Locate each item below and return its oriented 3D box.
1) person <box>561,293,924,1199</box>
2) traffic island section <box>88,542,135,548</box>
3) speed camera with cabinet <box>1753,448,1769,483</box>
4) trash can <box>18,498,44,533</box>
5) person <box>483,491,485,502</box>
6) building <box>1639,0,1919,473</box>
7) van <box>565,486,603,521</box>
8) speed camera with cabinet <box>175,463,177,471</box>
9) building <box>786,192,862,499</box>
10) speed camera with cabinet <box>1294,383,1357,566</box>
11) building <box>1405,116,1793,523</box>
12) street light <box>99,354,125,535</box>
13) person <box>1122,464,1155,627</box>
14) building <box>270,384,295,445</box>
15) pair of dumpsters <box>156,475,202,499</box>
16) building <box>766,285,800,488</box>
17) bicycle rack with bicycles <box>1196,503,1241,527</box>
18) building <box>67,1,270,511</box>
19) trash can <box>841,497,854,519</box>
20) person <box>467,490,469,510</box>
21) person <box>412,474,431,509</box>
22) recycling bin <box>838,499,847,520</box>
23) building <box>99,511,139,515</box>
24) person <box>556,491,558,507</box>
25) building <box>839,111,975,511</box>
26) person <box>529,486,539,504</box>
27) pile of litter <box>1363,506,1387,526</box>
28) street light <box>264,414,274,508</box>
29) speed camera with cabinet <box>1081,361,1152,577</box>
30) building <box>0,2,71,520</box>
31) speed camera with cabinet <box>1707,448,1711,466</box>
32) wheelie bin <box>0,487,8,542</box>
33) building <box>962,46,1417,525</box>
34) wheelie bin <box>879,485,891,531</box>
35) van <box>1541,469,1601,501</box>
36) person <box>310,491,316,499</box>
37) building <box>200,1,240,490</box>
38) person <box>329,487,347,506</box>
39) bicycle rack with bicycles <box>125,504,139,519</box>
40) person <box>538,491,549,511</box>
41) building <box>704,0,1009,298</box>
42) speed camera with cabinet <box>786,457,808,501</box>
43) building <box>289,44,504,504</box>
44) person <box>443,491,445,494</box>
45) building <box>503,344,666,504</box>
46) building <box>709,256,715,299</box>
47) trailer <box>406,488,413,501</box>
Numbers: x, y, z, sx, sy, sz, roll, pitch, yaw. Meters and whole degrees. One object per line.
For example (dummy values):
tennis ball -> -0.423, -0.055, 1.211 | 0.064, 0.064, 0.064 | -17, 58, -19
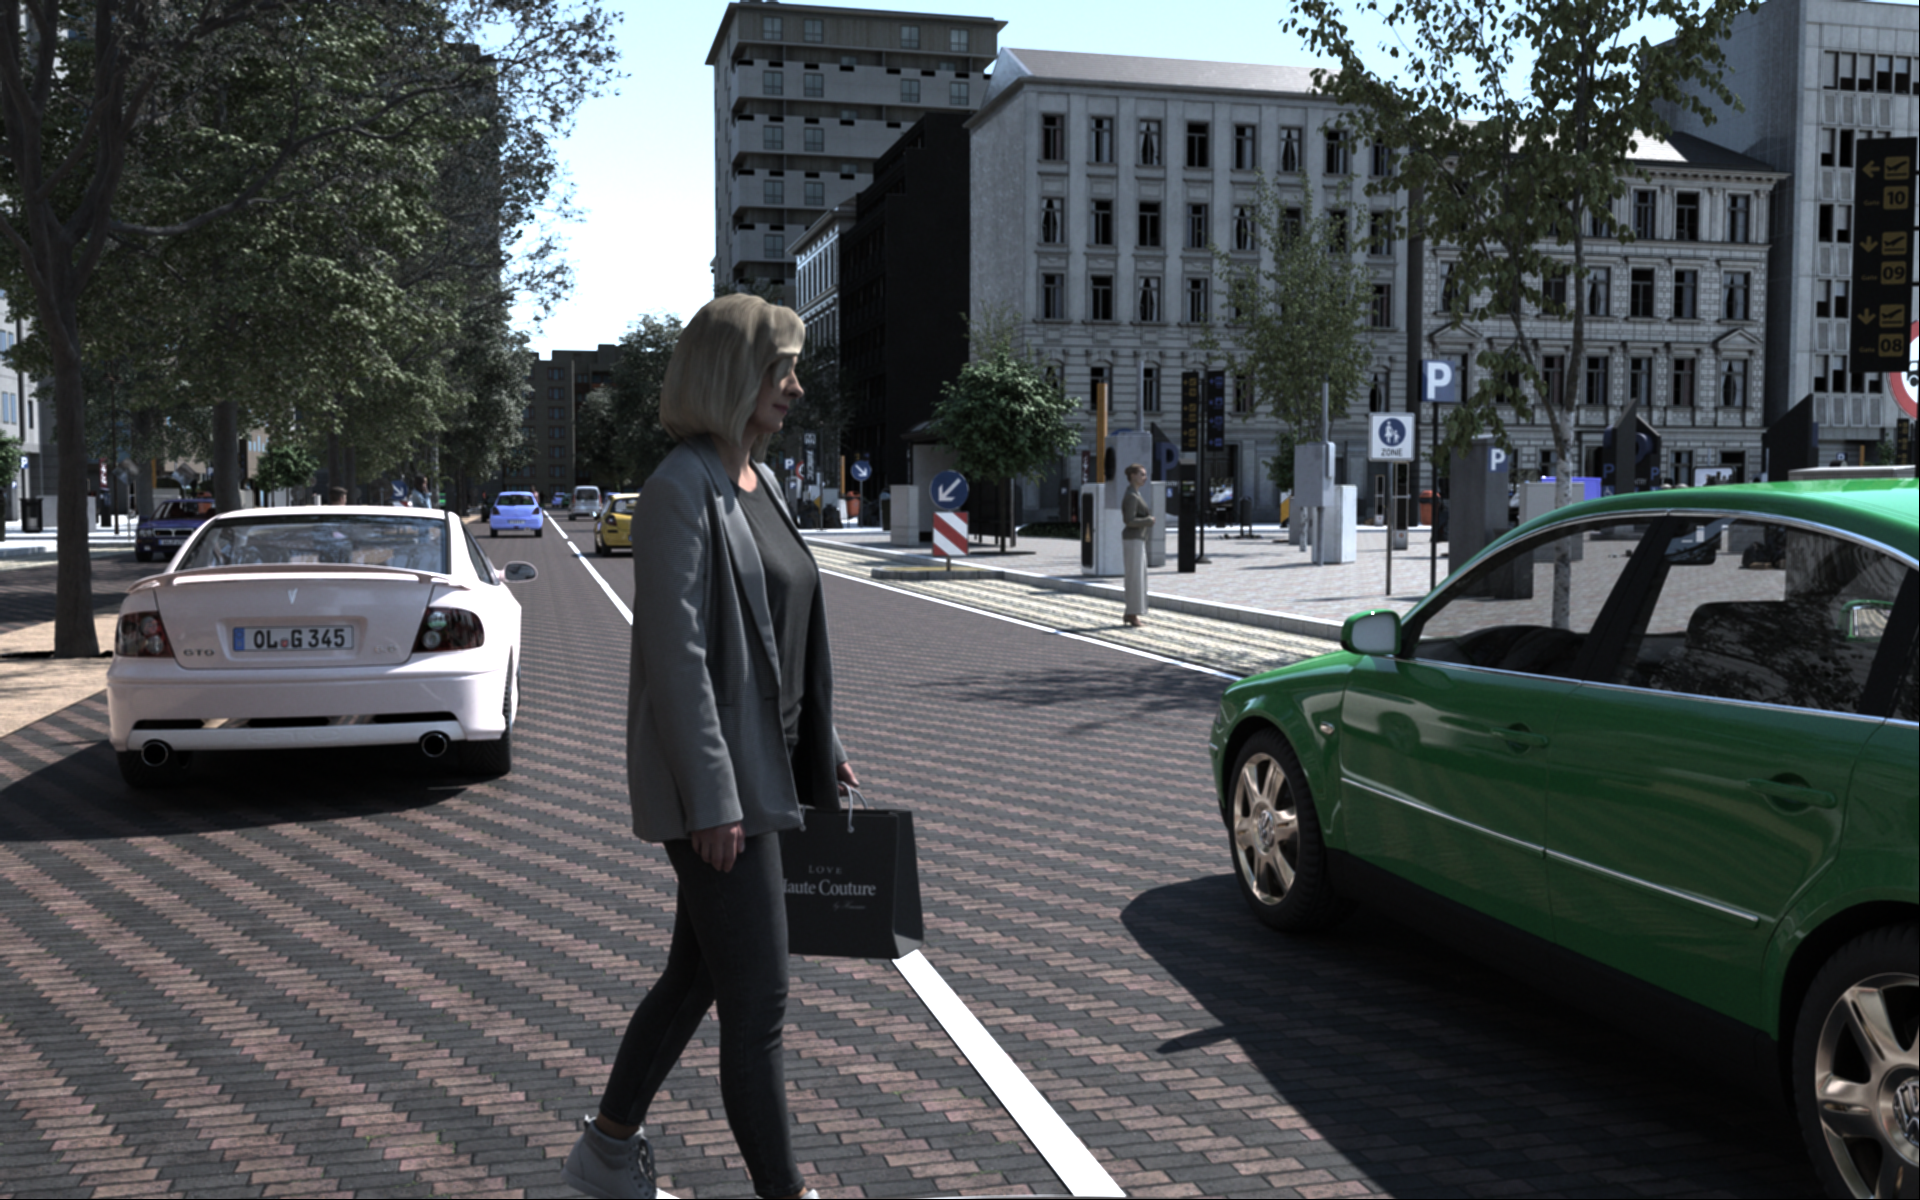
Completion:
person -> -0.425, 0.328, 3.316 | 0.728, 1.800, 0.709 | 1, 4, 18
traffic island section -> -22.624, -1.520, 47.128 | 2.009, 0.180, 2.903 | -1, 4, -14
speed camera with cabinet -> 34.569, -4.963, 75.477 | 0.660, 3.252, 2.038 | 0, 4, -7
trash can -> -30.420, -2.759, 56.762 | 0.748, 1.137, 0.748 | 0, 3, 0
person -> -53.374, -11.374, 194.405 | 0.705, 1.831, 1.348 | 0, 4, -7
building -> 47.268, -16.602, 89.460 | 19.932, 24.808, 12.078 | -1, 4, -14
van -> -20.474, -5.353, 94.534 | 2.013, 2.044, 4.112 | -1, 4, -16
speed camera with cabinet -> -43.448, -6.114, 94.294 | 2.038, 3.252, 0.660 | -1, 4, -9
building -> -5.713, -18.195, 126.374 | 11.050, 23.489, 19.941 | -1, 4, -14
speed camera with cabinet -> 6.657, -2.274, 31.516 | 0.660, 3.252, 2.038 | 2, 4, 29
building -> 28.247, -13.420, 84.050 | 19.286, 19.102, 10.561 | -1, 4, -14
street light -> -26.610, -4.997, 54.487 | 0.468, 5.910, 1.993 | -1, 4, -14
person -> 1.914, -0.583, 18.584 | 0.362, 1.759, 0.519 | 0, 4, 6
building -> -76.869, -24.938, 179.434 | 14.107, 30.474, 14.160 | -1, 4, -14
pair of dumpsters -> -34.210, -4.462, 75.442 | 1.574, 2.255, 4.437 | -1, 4, -14
building -> -5.480, -19.309, 160.747 | 27.650, 21.520, 28.899 | -1, 4, -14
bicycle rack with bicycles -> 9.410, -3.416, 69.232 | 2.925, 0.926, 2.852 | 2, 4, 34
building -> -72.214, -31.137, 159.205 | 14.600, 45.320, 14.200 | -1, 4, -14
trash can -> -5.720, -4.683, 88.227 | 0.748, 1.137, 0.748 | 0, 3, 0
person -> -44.595, -9.046, 156.533 | 0.705, 1.807, 1.348 | 0, 4, 7
person -> -9.810, -1.389, 31.476 | 0.793, 1.790, 0.793 | 3, 5, 42
recycling bin -> -6.013, -4.439, 85.134 | 0.722, 1.027, 0.722 | 2, 4, 29
building -> -57.436, -28.176, 110.782 | 14.600, 45.320, 14.200 | -1, 4, -14
person -> -44.641, -11.164, 191.588 | 0.434, 1.755, 0.990 | 0, 4, -1
building -> -0.160, -17.106, 109.356 | 12.332, 23.373, 15.834 | -1, 4, -14
person -> -19.769, -4.383, 80.179 | 0.555, 1.821, 0.388 | -2, 4, -30
pile of litter -> 16.869, -3.451, 70.392 | 1.719, 0.858, 1.176 | -3, 5, -41
street light -> -34.859, -7.032, 87.754 | 0.468, 5.910, 1.993 | -1, 4, -14
speed camera with cabinet -> 2.367, -1.966, 26.484 | 0.660, 3.252, 2.038 | -1, 4, -10
building -> -56.667, -32.938, 80.539 | 21.231, 58.520, 28.212 | -1, 4, -14
speed camera with cabinet -> 32.244, -4.835, 73.389 | 0.660, 3.252, 2.038 | 0, 4, -5
wheelie bin -> -25.916, -2.357, 46.445 | 0.693, 1.594, 0.980 | -2, 4, -29
building -> 10.140, -14.059, 79.008 | 18.267, 20.994, 9.793 | -1, 4, -14
wheelie bin -> -2.406, -3.195, 60.153 | 0.693, 1.594, 0.980 | 1, 4, 14
van -> 22.060, -3.548, 62.399 | 5.245, 2.365, 2.240 | -1, 4, -13
person -> -76.055, -11.911, 203.950 | 0.721, 1.736, 1.217 | 1, 4, 17
building -> -69.573, -50.307, 135.195 | 22.319, 86.520, 31.000 | -1, 4, -14
person -> -7.082, -0.518, 19.567 | 0.503, 1.515, 0.523 | -3, 4, -38
bicycle rack with bicycles -> -40.760, -4.606, 88.696 | 2.925, 0.926, 2.852 | 1, 4, 11
person -> -36.392, -8.659, 150.903 | 1.217, 1.723, 0.721 | 0, 4, 3
building -> -11.665, -36.576, 187.259 | 28.713, 52.752, 27.495 | -1, 4, -14
speed camera with cabinet -> -8.192, -5.947, 91.567 | 2.038, 3.252, 0.660 | 2, 4, 23
building -> -74.816, -41.930, 227.559 | 28.212, 58.520, 21.231 | -1, 4, -14
person -> -48.877, -9.501, 164.363 | 0.617, 1.759, 0.750 | 1, 4, 22
building -> -47.833, -24.065, 238.504 | 28.899, 21.520, 27.650 | -1, 4, -14
building -> -22.296, -33.897, 246.102 | 23.993, 40.220, 32.217 | -1, 4, -14
trailer -> -50.301, -9.282, 158.811 | 1.471, 1.999, 3.904 | -1, 4, -15
